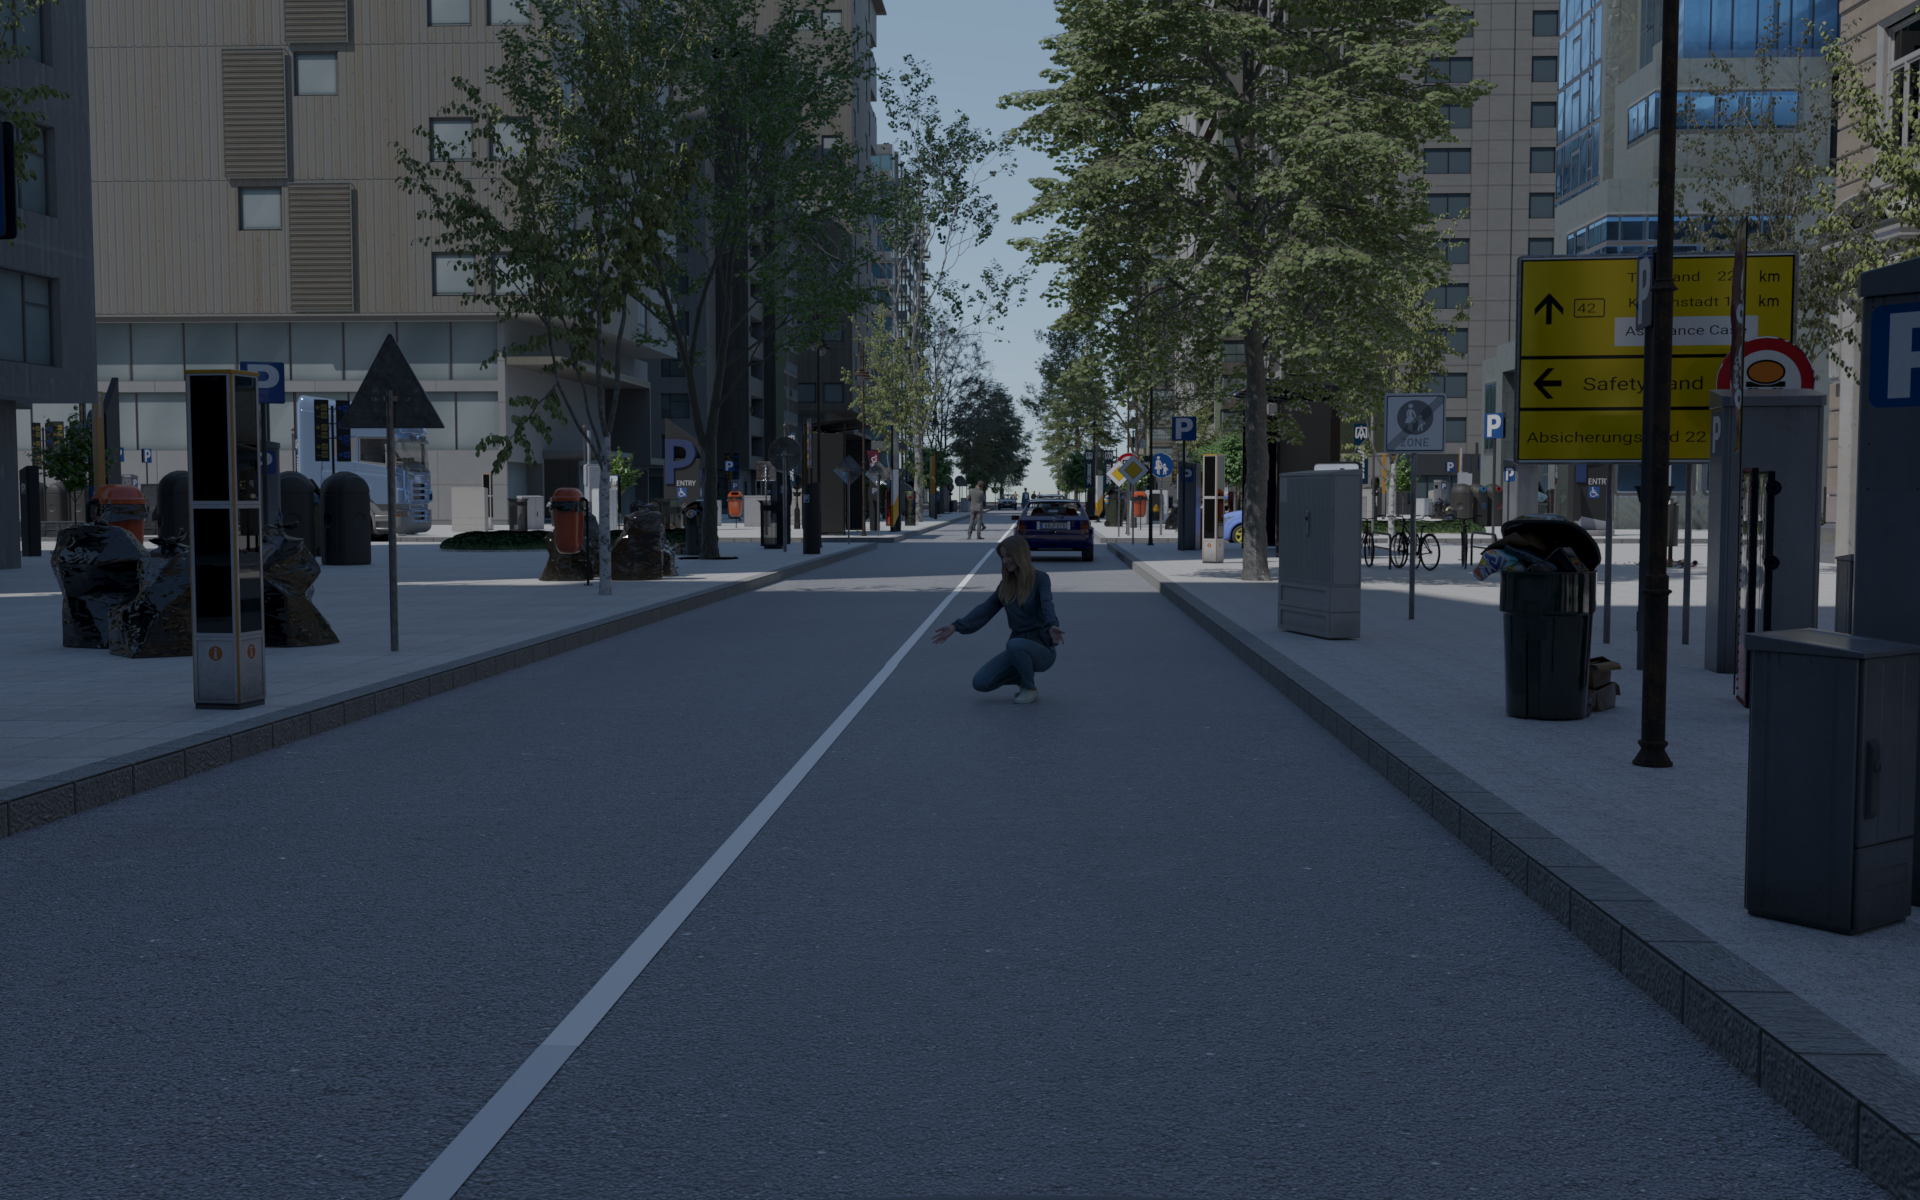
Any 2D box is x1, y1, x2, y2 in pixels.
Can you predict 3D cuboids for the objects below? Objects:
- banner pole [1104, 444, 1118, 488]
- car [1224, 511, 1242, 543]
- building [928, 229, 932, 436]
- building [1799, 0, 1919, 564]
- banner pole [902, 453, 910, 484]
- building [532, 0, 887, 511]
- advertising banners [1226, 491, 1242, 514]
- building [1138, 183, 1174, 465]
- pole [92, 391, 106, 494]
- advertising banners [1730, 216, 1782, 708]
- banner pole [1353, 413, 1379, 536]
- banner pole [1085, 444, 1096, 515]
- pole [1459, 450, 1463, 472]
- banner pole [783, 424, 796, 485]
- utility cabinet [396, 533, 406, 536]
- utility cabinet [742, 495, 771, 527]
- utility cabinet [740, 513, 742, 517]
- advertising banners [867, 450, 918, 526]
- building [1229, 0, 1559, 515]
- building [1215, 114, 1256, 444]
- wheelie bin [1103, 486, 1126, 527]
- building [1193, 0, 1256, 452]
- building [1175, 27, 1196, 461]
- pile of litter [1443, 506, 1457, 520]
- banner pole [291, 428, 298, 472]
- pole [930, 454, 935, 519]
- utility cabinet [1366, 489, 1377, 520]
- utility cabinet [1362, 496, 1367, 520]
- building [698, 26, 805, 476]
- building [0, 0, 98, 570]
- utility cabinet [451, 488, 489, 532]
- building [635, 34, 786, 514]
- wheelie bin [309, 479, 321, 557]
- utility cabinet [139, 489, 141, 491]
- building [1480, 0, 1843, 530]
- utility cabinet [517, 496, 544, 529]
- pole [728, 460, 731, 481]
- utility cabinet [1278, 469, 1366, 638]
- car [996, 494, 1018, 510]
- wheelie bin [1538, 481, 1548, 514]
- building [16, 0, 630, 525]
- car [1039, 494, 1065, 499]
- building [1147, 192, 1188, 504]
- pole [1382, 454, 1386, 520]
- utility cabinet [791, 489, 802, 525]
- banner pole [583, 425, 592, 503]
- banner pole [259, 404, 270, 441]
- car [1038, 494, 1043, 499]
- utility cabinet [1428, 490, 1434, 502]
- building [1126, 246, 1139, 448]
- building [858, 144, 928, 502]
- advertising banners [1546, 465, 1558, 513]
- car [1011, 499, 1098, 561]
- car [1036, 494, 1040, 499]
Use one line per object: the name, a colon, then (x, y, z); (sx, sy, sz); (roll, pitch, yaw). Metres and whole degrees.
banner pole: (7.571, -5.894, 86.377); (0.863, 3.779, 0.401); (0, 4, -2)
car: (8.881, -2.356, 48.118); (3.694, 1.707, 1.945); (0, 4, 2)
building: (-15.967, -39.732, 269.231); (23.786, 49.044, 30.456); (0, 4, 3)
building: (21.833, -14.415, 21.584); (13.634, 28.700, 20.117); (0, 4, 3)
banner pole: (-3.277, -7.122, 106.459); (0.863, 3.779, 0.401); (1, 4, 13)
building: (-22.284, -35.268, 165.866); (28.713, 52.752, 27.495); (0, 4, 3)
advertising banners: (15.158, -6.145, 96.652); (0.090, 3.025, 2.074); (-1, 4, -22)
building: (32.903, -36.577, 248.141); (14.600, 45.320, 14.200); (0, 4, 3)
pole: (-17.137, -2.486, 34.494); (0.158, 3.312, 0.155); (0, 3, 0)
advertising banners: (4.783, -0.873, 10.468); (0.090, 3.025, 2.074); (1, 4, 18)
banner pole: (12.574, -3.892, 53.648); (0.863, 3.779, 0.401); (2, 4, 26)
banner pole: (6.557, -5.879, 86.135); (0.863, 3.779, 0.401); (-2, 4, -30)
pole: (22.914, -5.228, 79.313); (0.158, 3.312, 0.155); (0, 3, 0)
banner pole: (-6.054, -4.363, 61.351); (0.401, 3.779, 0.863); (-3, 5, -41)
utility cabinet: (-17.350, -2.692, 52.687); (1.173, 1.500, 0.318); (2, 4, 35)
utility cabinet: (-7.914, -3.456, 67.667); (1.020, 1.237, 0.306); (0, 4, -5)
utility cabinet: (-12.545, -5.255, 97.085); (1.020, 1.237, 0.306); (2, 4, 31)
advertising banners: (-2.707, -4.479, 69.414); (2.074, 3.025, 0.090); (-1, 4, -12)
building: (28.920, -41.351, 114.337); (20.563, 71.187, 20.611); (0, 4, 3)
building: (26.624, -22.145, 133.773); (14.160, 30.474, 14.107); (0, 4, 3)
wheelie bin: (6.080, -3.664, 67.818); (0.693, 1.594, 0.980); (3, 5, 40)
building: (32.099, -32.267, 151.266); (21.300, 48.544, 21.600); (0, 4, 3)
building: (36.315, -35.855, 175.469); (28.713, 52.752, 27.495); (0, 4, 3)
pile of litter: (17.641, -2.898, 61.341); (1.719, 0.858, 1.176); (-3, 5, -44)
banner pole: (-25.073, -4.616, 65.481); (0.863, 3.779, 0.401); (3, 5, 40)
pole: (-1.498, -6.044, 92.659); (0.158, 3.312, 0.155); (0, 3, 0)
utility cabinet: (18.515, -4.330, 79.472); (1.173, 1.500, 0.318); (1, 4, 8)
utility cabinet: (13.489, -2.971, 59.744); (1.020, 1.237, 0.306); (0, 4, -8)
building: (-26.251, -27.425, 140.287); (32.217, 40.220, 23.993); (0, 4, 3)
building: (-22.322, -20.927, 25.759); (14.086, 41.232, 14.154); (0, 4, 3)
utility cabinet: (-16.541, -3.046, 58.480); (1.173, 1.500, 0.318); (0, 4, 8)
building: (-19.365, -20.873, 112.978); (14.160, 30.474, 14.107); (0, 4, 3)
wheelie bin: (-13.361, -1.691, 35.549); (0.693, 1.594, 0.980); (-3, 4, -38)
utility cabinet: (-32.861, -3.720, 69.501); (0.318, 1.500, 1.173); (1, 4, 22)
building: (38.687, -46.344, 70.393); (31.000, 86.520, 22.319); (0, 4, 3)
utility cabinet: (-15.518, -3.147, 62.622); (0.306, 1.237, 1.020); (2, 4, 35)
pole: (-13.789, -6.723, 103.764); (0.158, 3.312, 0.155); (0, 3, 0)
utility cabinet: (3.240, -0.430, 15.702); (0.318, 1.500, 1.173); (-1, 4, -12)
car: (4.297, -8.990, 156.777); (2.009, 1.686, 4.222); (0, 4, 2)
wheelie bin: (13.478, -2.026, 41.035); (0.693, 1.594, 0.980); (-2, 4, -35)
building: (-29.245, -30.194, 82.915); (28.713, 52.752, 27.495); (0, 4, 3)
car: (4.815, -4.954, 90.780); (2.009, 1.686, 4.222); (0, 4, 2)
building: (32.254, -33.664, 234.002); (14.154, 41.232, 14.086); (0, 4, 3)
pole: (21.334, -5.709, 87.192); (0.158, 3.312, 0.155); (0, 3, 0)
utility cabinet: (-6.906, -3.849, 71.614); (1.173, 1.500, 0.318); (0, 4, 7)
banner pole: (-13.610, -4.481, 63.289); (0.401, 3.779, 0.863); (1, 4, 10)
banner pole: (-14.661, -2.830, 36.294); (0.401, 3.779, 0.863); (2, 4, 26)
car: (7.906, -9.143, 159.716); (2.015, 1.641, 3.980); (0, 4, 3)
utility cabinet: (28.332, -5.779, 103.163); (0.318, 1.500, 1.173); (-1, 4, -16)
building: (37.370, -37.626, 269.805); (22.147, 44.769, 28.867); (0, 4, 3)
building: (-17.682, -37.830, 238.120); (23.786, 49.044, 30.456); (0, 4, 3)
advertising banners: (17.581, -3.377, 51.400); (0.090, 3.025, 2.074); (2, 4, 27)
car: (2.088, -1.570, 38.246); (1.945, 1.354, 3.894); (0, 4, 4)
car: (12.633, -15.749, 267.289); (2.009, 1.686, 4.222); (0, 4, 3)
